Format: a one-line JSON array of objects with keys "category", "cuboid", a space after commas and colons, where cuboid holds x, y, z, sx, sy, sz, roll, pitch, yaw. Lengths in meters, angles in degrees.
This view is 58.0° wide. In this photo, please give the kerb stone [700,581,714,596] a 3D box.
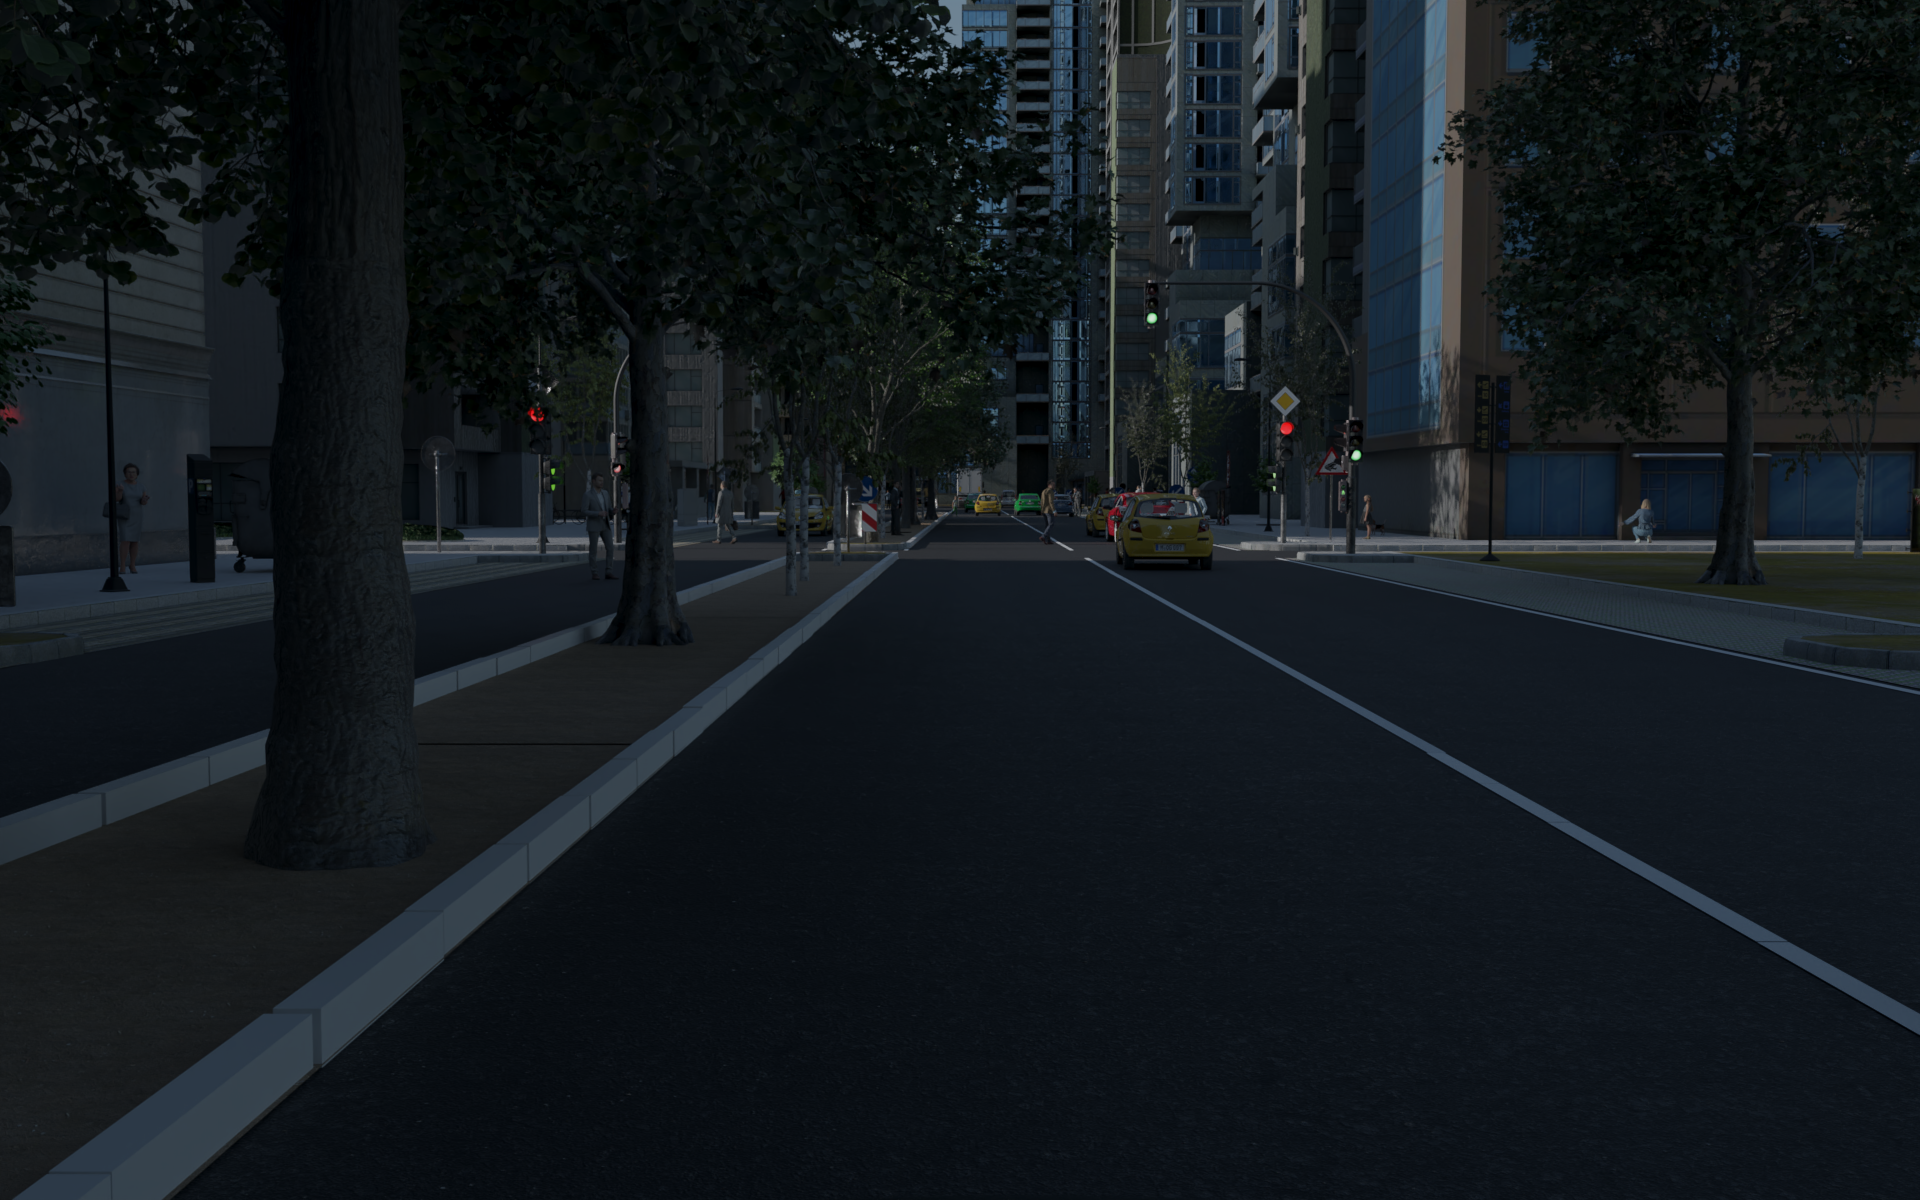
[{"category": "kerb stone", "cuboid": [-3.622, -0.131, 24.340, 0.120, 0.150, 1.000, 0, 4, 0]}]

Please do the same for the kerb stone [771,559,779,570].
[{"category": "kerb stone", "cuboid": [-3.566, -0.629, 32.529, 0.120, 0.150, 1.000, 0, 4, 0]}]

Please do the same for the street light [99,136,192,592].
[{"category": "street light", "cuboid": [-10.584, -3.062, 22.610, 1.470, 5.913, 1.316, 0, 4, 0]}]

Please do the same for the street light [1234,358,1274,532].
[{"category": "street light", "cuboid": [10.018, -5.295, 59.114, 1.470, 5.913, 1.316, 0, 4, 0]}]

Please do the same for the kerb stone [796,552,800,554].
[{"category": "kerb stone", "cuboid": [-3.542, -0.878, 36.633, 0.120, 0.150, 1.000, 0, 4, 0]}]

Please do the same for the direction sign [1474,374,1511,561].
[{"category": "direction sign", "cuboid": [10.145, -2.511, 33.056, 0.876, 3.537, 0.379, -2, 4, -27]}]

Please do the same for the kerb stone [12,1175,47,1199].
[{"category": "kerb stone", "cuboid": [-1.665, 1.188, 2.771, 0.120, 0.150, 1.000, 0, 4, 0]}]

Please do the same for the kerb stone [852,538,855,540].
[{"category": "kerb stone", "cuboid": [-3.423, -1.918, 53.548, 0.120, 0.150, 1.000, 0, 4, 0]}]

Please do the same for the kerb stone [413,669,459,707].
[{"category": "kerb stone", "cuboid": [-3.711, 0.621, 12.050, 0.120, 0.150, 1.000, 0, 4, 0]}]

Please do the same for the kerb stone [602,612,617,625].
[{"category": "kerb stone", "cuboid": [-3.661, 0.246, 18.193, 0.120, 0.150, 1.000, 0, 4, 0]}]

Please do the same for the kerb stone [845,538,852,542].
[{"category": "kerb stone", "cuboid": [-3.435, -1.855, 52.526, 0.120, 0.150, 1.000, 0, 4, 0]}]

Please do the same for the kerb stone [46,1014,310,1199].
[{"category": "kerb stone", "cuboid": [-1.668, 1.130, 3.793, 0.120, 0.150, 1.000, 0, 4, 0]}]

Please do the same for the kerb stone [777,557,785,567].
[{"category": "kerb stone", "cuboid": [-3.561, -0.695, 33.559, 0.120, 0.150, 1.000, 0, 4, 0]}]

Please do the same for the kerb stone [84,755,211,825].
[{"category": "kerb stone", "cuboid": [-3.727, 0.872, 7.944, 0.120, 0.150, 1.000, 0, 4, 0]}]

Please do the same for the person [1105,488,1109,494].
[{"category": "person", "cuboid": [12.996, -8.951, 152.330, 0.705, 1.831, 1.348, -1, 4, -16]}]

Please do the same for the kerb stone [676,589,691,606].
[{"category": "kerb stone", "cuboid": [-3.636, -0.006, 22.294, 0.120, 0.150, 1.000, 0, 4, 0]}]

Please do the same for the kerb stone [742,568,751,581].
[{"category": "kerb stone", "cuboid": [-3.592, -0.380, 28.433, 0.120, 0.150, 1.000, 0, 4, 0]}]

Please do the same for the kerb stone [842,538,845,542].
[{"category": "kerb stone", "cuboid": [-3.448, -1.667, 49.450, 0.120, 0.150, 1.000, 0, 4, 0]}]

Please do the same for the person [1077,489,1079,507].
[{"category": "person", "cuboid": [11.273, -9.853, 167.862, 0.721, 1.735, 1.217, 0, 4, -5]}]

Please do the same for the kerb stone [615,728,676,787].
[{"category": "kerb stone", "cuboid": [-1.624, 0.814, 8.916, 0.120, 0.150, 1.000, 0, 4, 0]}]

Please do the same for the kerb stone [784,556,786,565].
[{"category": "kerb stone", "cuboid": [-3.555, -0.755, 34.589, 0.120, 0.150, 1.000, 0, 4, 0]}]

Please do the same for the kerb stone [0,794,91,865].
[{"category": "kerb stone", "cuboid": [-3.737, 0.935, 6.914, 0.120, 0.150, 1.000, 0, 4, 0]}]

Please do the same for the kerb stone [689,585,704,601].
[{"category": "kerb stone", "cuboid": [-3.625, -0.067, 23.318, 0.120, 0.150, 1.000, 0, 4, 0]}]

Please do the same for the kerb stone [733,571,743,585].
[{"category": "kerb stone", "cuboid": [-3.599, -0.319, 27.411, 0.120, 0.150, 1.000, 0, 4, 0]}]

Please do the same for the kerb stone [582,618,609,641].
[{"category": "kerb stone", "cuboid": [-3.668, 0.311, 17.171, 0.120, 0.150, 1.000, 0, 4, 0]}]

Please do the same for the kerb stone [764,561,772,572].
[{"category": "kerb stone", "cuboid": [-3.577, -0.562, 31.507, 0.120, 0.150, 1.000, 0, 4, 0]}]

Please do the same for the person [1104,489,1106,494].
[{"category": "person", "cuboid": [13.014, -9.013, 154.330, 0.541, 1.710, 0.530, 1, 4, 17]}]

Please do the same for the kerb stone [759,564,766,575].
[{"category": "kerb stone", "cuboid": [-3.581, -0.499, 30.485, 0.120, 0.150, 1.000, 0, 4, 0]}]

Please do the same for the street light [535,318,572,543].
[{"category": "street light", "cuboid": [-10.413, -4.449, 45.288, 1.470, 5.913, 1.316, 0, 4, 0]}]

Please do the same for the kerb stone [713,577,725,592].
[{"category": "kerb stone", "cuboid": [-3.609, -0.194, 25.362, 0.120, 0.150, 1.000, 0, 4, 0]}]

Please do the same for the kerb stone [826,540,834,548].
[{"category": "kerb stone", "cuboid": [-3.474, -1.477, 46.369, 0.120, 0.150, 1.000, 0, 4, 0]}]

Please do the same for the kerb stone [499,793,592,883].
[{"category": "kerb stone", "cuboid": [-1.640, 0.938, 6.864, 0.120, 0.150, 1.000, 0, 4, 0]}]

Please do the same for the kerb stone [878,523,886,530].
[{"category": "kerb stone", "cuboid": [-3.290, -3.107, 73.021, 0.120, 0.150, 1.000, 0, 4, 0]}]

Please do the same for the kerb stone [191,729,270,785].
[{"category": "kerb stone", "cuboid": [-3.722, 0.809, 8.966, 0.120, 0.150, 1.000, 0, 4, 0]}]

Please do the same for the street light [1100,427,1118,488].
[{"category": "street light", "cuboid": [10.377, -9.035, 120.266, 1.470, 5.913, 1.316, 0, 4, 0]}]

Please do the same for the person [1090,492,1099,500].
[{"category": "person", "cuboid": [13.301, -9.994, 170.274, 1.217, 1.723, 0.721, -2, 4, -30]}]

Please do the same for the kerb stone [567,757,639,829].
[{"category": "kerb stone", "cuboid": [-1.630, 0.878, 7.889, 0.120, 0.150, 1.000, 0, 4, 0]}]

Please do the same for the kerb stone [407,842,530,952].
[{"category": "kerb stone", "cuboid": [-1.648, 1.000, 5.842, 0.120, 0.150, 1.000, 0, 4, 0]}]

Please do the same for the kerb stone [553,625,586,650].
[{"category": "kerb stone", "cuboid": [-3.679, 0.370, 16.149, 0.120, 0.150, 1.000, 0, 4, 0]}]

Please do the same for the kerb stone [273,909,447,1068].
[{"category": "kerb stone", "cuboid": [-1.650, 1.063, 4.820, 0.120, 0.150, 1.000, 0, 4, 0]}]

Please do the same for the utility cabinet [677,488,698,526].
[{"category": "utility cabinet", "cuboid": [-10.855, -3.685, 68.930, 0.318, 1.500, 1.173, 1, 4, 18]}]

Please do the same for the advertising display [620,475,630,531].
[{"category": "advertising display", "cuboid": [-10.966, -3.223, 57.904, 0.974, 1.923, 0.123, 0, 4, 1]}]

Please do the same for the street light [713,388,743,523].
[{"category": "street light", "cuboid": [-10.135, -6.303, 75.597, 1.470, 5.913, 1.316, 0, 4, 0]}]

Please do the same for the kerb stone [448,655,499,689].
[{"category": "kerb stone", "cuboid": [-3.701, 0.558, 13.080, 0.120, 0.150, 1.000, 0, 4, 0]}]

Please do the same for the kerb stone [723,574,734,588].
[{"category": "kerb stone", "cuboid": [-3.606, -0.254, 26.384, 0.120, 0.150, 1.000, 0, 4, 0]}]

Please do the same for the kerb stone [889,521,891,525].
[{"category": "kerb stone", "cuboid": [-3.255, -3.486, 79.184, 0.120, 0.150, 1.000, 0, 4, 0]}]

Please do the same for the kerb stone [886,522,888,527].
[{"category": "kerb stone", "cuboid": [-3.287, -3.171, 74.043, 0.120, 0.150, 1.000, 0, 4, 0]}]

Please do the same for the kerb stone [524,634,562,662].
[{"category": "kerb stone", "cuboid": [-3.680, 0.432, 15.126, 0.120, 0.150, 1.000, 0, 4, 0]}]

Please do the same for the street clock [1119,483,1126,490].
[{"category": "street clock", "cuboid": [10.641, -6.660, 113.467, 0.471, 2.002, 0.358, 0, 4, -1]}]

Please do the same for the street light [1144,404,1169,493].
[{"category": "street light", "cuboid": [10.231, -7.170, 89.764, 1.470, 5.913, 1.316, 0, 4, 0]}]

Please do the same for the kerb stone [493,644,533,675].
[{"category": "kerb stone", "cuboid": [-3.687, 0.500, 14.102, 0.120, 0.150, 1.000, 0, 4, 0]}]

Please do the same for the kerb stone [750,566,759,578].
[{"category": "kerb stone", "cuboid": [-3.583, -0.444, 29.458, 0.120, 0.150, 1.000, 0, 4, 0]}]

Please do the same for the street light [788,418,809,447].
[{"category": "street light", "cuboid": [-9.973, -8.179, 106.267, 1.470, 5.913, 1.316, 0, 4, 0]}]
